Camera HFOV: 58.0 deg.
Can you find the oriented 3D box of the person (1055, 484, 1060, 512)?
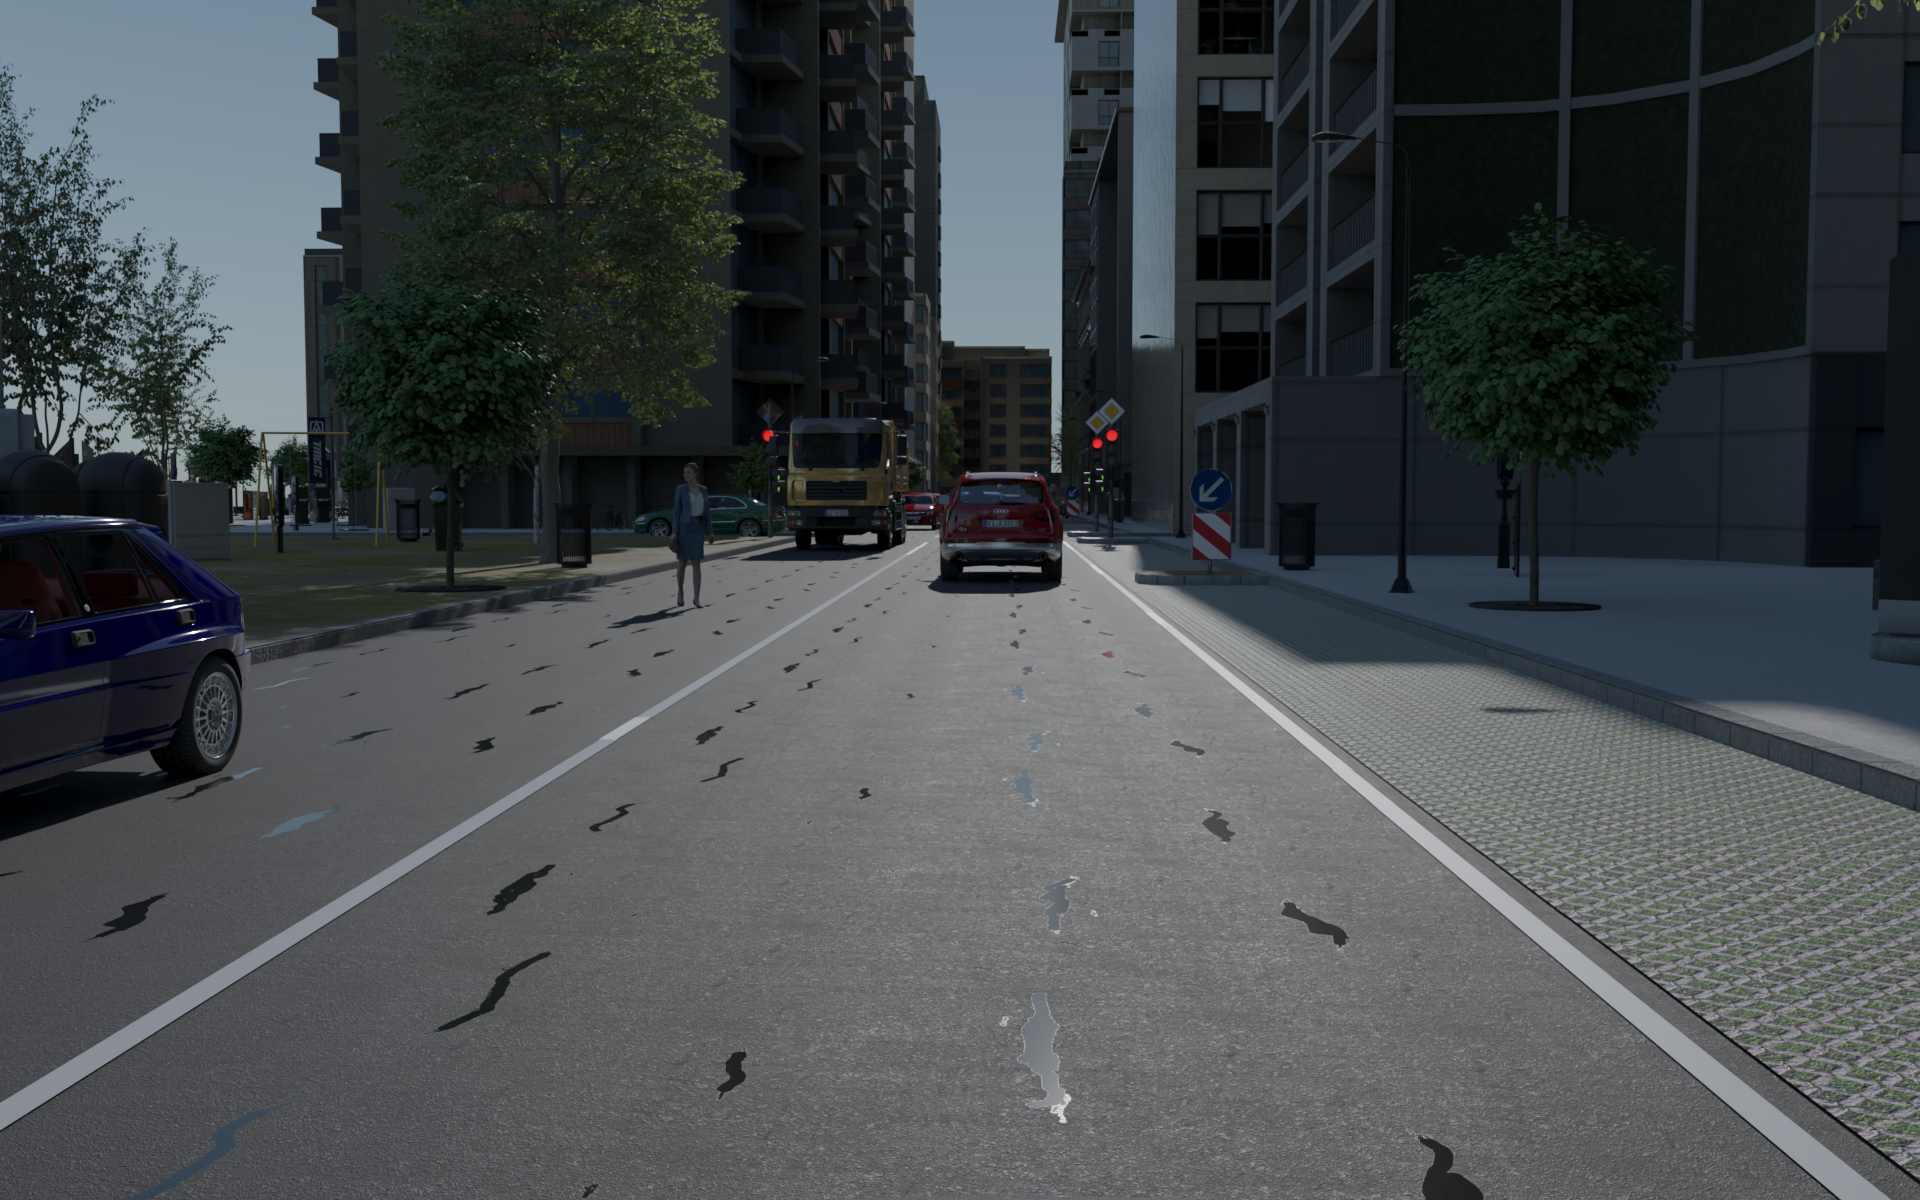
[{"bbox_3d":[3.985,-3.976,73.371,0.748,1.841,0.638,1,4,11],"label":"person"}]

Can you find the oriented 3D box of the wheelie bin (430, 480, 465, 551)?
[{"bbox_3d":[-11.634,-1.920,39.304,0.693,1.594,0.980,-1,4,-9],"label":"wheelie bin"}]

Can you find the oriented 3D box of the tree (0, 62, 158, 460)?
[{"bbox_3d":[-15.599,-4.836,29.431,4.360,8.622,3.978,0,3,0],"label":"tree"}]

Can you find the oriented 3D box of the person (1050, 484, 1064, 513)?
[{"bbox_3d":[3.288,-3.134,60.156,0.576,1.772,0.534,-2,4,-31],"label":"person"}]

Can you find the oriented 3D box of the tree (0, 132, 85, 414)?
[{"bbox_3d":[-19.691,-5.235,35.957,4.737,8.622,4.395,0,3,0],"label":"tree"}]

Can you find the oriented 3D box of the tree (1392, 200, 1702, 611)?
[{"bbox_3d":[6.587,-2.189,19.509,4.285,4.588,4.351,0,3,0],"label":"tree"}]

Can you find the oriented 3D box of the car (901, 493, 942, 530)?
[{"bbox_3d":[-1.713,-3.754,70.423,2.155,1.783,4.494,0,4,3],"label":"car"}]

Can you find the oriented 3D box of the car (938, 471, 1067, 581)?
[{"bbox_3d":[0.726,-1.308,30.062,2.281,1.827,5.304,0,4,2],"label":"car"}]

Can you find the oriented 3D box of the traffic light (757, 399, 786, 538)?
[{"bbox_3d":[-5.557,-3.788,50.847,0.839,4.253,0.868,0,4,1],"label":"traffic light"}]

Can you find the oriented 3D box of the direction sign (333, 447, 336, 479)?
[{"bbox_3d":[-29.994,-5.565,82.980,0.379,3.537,0.876,0,4,-7],"label":"direction sign"}]

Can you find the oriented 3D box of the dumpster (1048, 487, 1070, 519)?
[{"bbox_3d":[5.403,-5.575,99.366,1.865,1.857,1.264,0,4,3],"label":"dumpster"}]

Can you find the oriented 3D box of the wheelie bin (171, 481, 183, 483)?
[{"bbox_3d":[-18.511,-1.992,40.477,0.980,1.594,0.693,-1,4,-13],"label":"wheelie bin"}]

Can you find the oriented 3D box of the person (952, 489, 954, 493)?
[{"bbox_3d":[-0.242,-5.866,105.086,0.598,1.740,0.731,0,4,-1],"label":"person"}]

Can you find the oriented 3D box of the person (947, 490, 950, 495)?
[{"bbox_3d":[-1.124,-9.230,159.414,0.705,1.824,1.348,1,4,14],"label":"person"}]

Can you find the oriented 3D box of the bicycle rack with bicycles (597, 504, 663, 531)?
[{"bbox_3d":[-11.427,-2.899,60.776,2.852,0.926,2.925,0,4,5],"label":"bicycle rack with bicycles"}]

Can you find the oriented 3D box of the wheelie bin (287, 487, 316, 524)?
[{"bbox_3d":[-28.213,-4.042,73.993,0.980,1.594,0.693,-2,4,-28],"label":"wheelie bin"}]

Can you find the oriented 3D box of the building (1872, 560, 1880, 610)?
[{"bbox_3d":[19.454,-28.391,6.186,21.231,58.520,28.212,0,4,1],"label":"building"}]

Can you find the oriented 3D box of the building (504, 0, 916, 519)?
[{"bbox_3d":[-14.334,-28.032,112.943,22.147,44.769,28.867,0,4,1],"label":"building"}]

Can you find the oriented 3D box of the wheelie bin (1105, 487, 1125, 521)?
[{"bbox_3d":[7.273,-4.514,81.714,0.980,1.594,0.693,-2,4,-28],"label":"wheelie bin"}]

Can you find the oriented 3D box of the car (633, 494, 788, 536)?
[{"bbox_3d":[-7.822,-2.608,54.434,4.920,1.459,2.131,0,4,3],"label":"car"}]

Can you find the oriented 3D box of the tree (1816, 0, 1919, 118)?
[{"bbox_3d":[6.130,-3.533,8.133,4.360,8.622,3.978,0,3,0],"label":"tree"}]

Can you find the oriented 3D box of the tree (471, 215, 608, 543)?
[{"bbox_3d":[-11.100,-5.790,45.029,4.360,8.622,3.978,0,3,0],"label":"tree"}]

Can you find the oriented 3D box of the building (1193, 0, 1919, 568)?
[{"bbox_3d":[16.786,-36.696,38.230,20.563,71.187,20.611,0,4,1],"label":"building"}]

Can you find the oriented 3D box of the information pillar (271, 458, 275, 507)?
[{"bbox_3d":[-38.019,-6.416,96.261,0.504,3.616,0.183,1,4,12],"label":"information pillar"}]

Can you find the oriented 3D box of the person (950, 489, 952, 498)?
[{"bbox_3d":[-0.566,-7.307,128.305,0.444,1.785,0.601,-3,5,-43],"label":"person"}]

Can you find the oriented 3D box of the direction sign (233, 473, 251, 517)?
[{"bbox_3d":[-39.365,-6.306,95.102,0.876,3.537,0.379,-3,5,-42],"label":"direction sign"}]

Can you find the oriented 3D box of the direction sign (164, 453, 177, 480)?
[{"bbox_3d":[-43.518,-6.321,95.352,0.379,3.537,0.876,3,4,36],"label":"direction sign"}]

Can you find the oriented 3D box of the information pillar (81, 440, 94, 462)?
[{"bbox_3d":[-37.780,-5.120,75.066,0.504,3.616,0.183,0,4,-6],"label":"information pillar"}]

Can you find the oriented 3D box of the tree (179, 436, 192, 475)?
[{"bbox_3d":[-29.638,-5.271,69.900,4.285,4.588,4.351,0,3,0],"label":"tree"}]

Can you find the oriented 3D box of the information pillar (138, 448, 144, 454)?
[{"bbox_3d":[-41.841,-5.938,88.448,0.183,3.616,0.504,2,4,32],"label":"information pillar"}]

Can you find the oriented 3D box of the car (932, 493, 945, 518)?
[{"bbox_3d":[-1.815,-5.806,103.965,2.155,1.783,4.494,0,4,1],"label":"car"}]

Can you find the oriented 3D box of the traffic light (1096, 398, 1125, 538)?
[{"bbox_3d":[4.401,-3.773,50.604,0.839,4.253,0.868,0,4,1],"label":"traffic light"}]

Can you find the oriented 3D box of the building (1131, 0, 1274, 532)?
[{"bbox_3d":[24.391,-16.023,66.495,34.151,26.468,19.350,0,4,1],"label":"building"}]

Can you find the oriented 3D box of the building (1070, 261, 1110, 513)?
[{"bbox_3d":[13.503,-15.861,123.951,10.561,19.102,19.286,0,4,1],"label":"building"}]

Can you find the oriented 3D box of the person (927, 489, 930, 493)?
[{"bbox_3d":[-2.248,-6.976,122.746,0.721,1.800,0.419,-1,4,-13],"label":"person"}]

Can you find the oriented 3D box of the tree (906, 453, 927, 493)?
[{"bbox_3d":[-4.182,-9.115,132.742,4.285,4.588,4.351,0,3,0],"label":"tree"}]

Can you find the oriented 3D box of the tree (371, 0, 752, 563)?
[{"bbox_3d":[-7.391,-6.986,32.353,7.486,12.596,7.792,0,3,0],"label":"tree"}]

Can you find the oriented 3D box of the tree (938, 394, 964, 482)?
[{"bbox_3d":[-3.273,-16.238,183.618,7.486,12.596,7.792,0,3,0],"label":"tree"}]

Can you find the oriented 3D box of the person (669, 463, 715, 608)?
[{"bbox_3d":[-3.403,-0.820,21.928,0.581,1.822,0.654,-1,4,-17],"label":"person"}]

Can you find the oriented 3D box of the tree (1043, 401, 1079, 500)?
[{"bbox_3d":[9.811,-11.710,141.823,4.737,8.622,4.395,0,3,0],"label":"tree"}]

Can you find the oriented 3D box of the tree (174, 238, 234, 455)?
[{"bbox_3d":[-22.786,-6.017,48.746,4.737,8.622,4.395,0,3,0],"label":"tree"}]

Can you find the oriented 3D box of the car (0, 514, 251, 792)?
[{"bbox_3d":[-4.729,0.303,7.632,1.945,1.354,3.894,0,4,3],"label":"car"}]

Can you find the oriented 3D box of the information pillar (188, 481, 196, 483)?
[{"bbox_3d":[-44.568,-5.878,100.594,0.304,2.012,0.304,1,4,20],"label":"information pillar"}]

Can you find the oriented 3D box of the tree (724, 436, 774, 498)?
[{"bbox_3d":[-6.887,-3.865,57.802,1.663,3.219,1.824,0,3,0],"label":"tree"}]

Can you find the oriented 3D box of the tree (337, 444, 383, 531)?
[{"bbox_3d":[-21.172,-4.015,60.239,1.663,3.219,1.824,0,3,0],"label":"tree"}]

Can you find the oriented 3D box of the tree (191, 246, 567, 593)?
[{"bbox_3d":[-6.868,-2.406,23.050,4.285,4.588,4.351,0,3,0],"label":"tree"}]

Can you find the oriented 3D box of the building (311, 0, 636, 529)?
[{"bbox_3d":[-15.074,-25.738,75.437,22.147,44.769,28.867,0,4,1],"label":"building"}]

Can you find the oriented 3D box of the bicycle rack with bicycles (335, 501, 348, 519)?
[{"bbox_3d":[-31.009,-4.609,88.734,2.852,0.926,2.925,1,4,16],"label":"bicycle rack with bicycles"}]

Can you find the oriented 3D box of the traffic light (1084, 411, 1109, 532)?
[{"bbox_3d":[4.610,-4.261,58.586,0.839,4.253,0.868,0,4,1],"label":"traffic light"}]

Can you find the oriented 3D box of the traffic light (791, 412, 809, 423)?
[{"bbox_3d":[-5.348,-4.276,58.830,0.839,4.253,0.868,0,4,1],"label":"traffic light"}]

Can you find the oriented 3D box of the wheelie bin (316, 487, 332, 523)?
[{"bbox_3d":[-28.731,-4.275,77.804,0.980,1.594,0.693,-3,5,-40],"label":"wheelie bin"}]
